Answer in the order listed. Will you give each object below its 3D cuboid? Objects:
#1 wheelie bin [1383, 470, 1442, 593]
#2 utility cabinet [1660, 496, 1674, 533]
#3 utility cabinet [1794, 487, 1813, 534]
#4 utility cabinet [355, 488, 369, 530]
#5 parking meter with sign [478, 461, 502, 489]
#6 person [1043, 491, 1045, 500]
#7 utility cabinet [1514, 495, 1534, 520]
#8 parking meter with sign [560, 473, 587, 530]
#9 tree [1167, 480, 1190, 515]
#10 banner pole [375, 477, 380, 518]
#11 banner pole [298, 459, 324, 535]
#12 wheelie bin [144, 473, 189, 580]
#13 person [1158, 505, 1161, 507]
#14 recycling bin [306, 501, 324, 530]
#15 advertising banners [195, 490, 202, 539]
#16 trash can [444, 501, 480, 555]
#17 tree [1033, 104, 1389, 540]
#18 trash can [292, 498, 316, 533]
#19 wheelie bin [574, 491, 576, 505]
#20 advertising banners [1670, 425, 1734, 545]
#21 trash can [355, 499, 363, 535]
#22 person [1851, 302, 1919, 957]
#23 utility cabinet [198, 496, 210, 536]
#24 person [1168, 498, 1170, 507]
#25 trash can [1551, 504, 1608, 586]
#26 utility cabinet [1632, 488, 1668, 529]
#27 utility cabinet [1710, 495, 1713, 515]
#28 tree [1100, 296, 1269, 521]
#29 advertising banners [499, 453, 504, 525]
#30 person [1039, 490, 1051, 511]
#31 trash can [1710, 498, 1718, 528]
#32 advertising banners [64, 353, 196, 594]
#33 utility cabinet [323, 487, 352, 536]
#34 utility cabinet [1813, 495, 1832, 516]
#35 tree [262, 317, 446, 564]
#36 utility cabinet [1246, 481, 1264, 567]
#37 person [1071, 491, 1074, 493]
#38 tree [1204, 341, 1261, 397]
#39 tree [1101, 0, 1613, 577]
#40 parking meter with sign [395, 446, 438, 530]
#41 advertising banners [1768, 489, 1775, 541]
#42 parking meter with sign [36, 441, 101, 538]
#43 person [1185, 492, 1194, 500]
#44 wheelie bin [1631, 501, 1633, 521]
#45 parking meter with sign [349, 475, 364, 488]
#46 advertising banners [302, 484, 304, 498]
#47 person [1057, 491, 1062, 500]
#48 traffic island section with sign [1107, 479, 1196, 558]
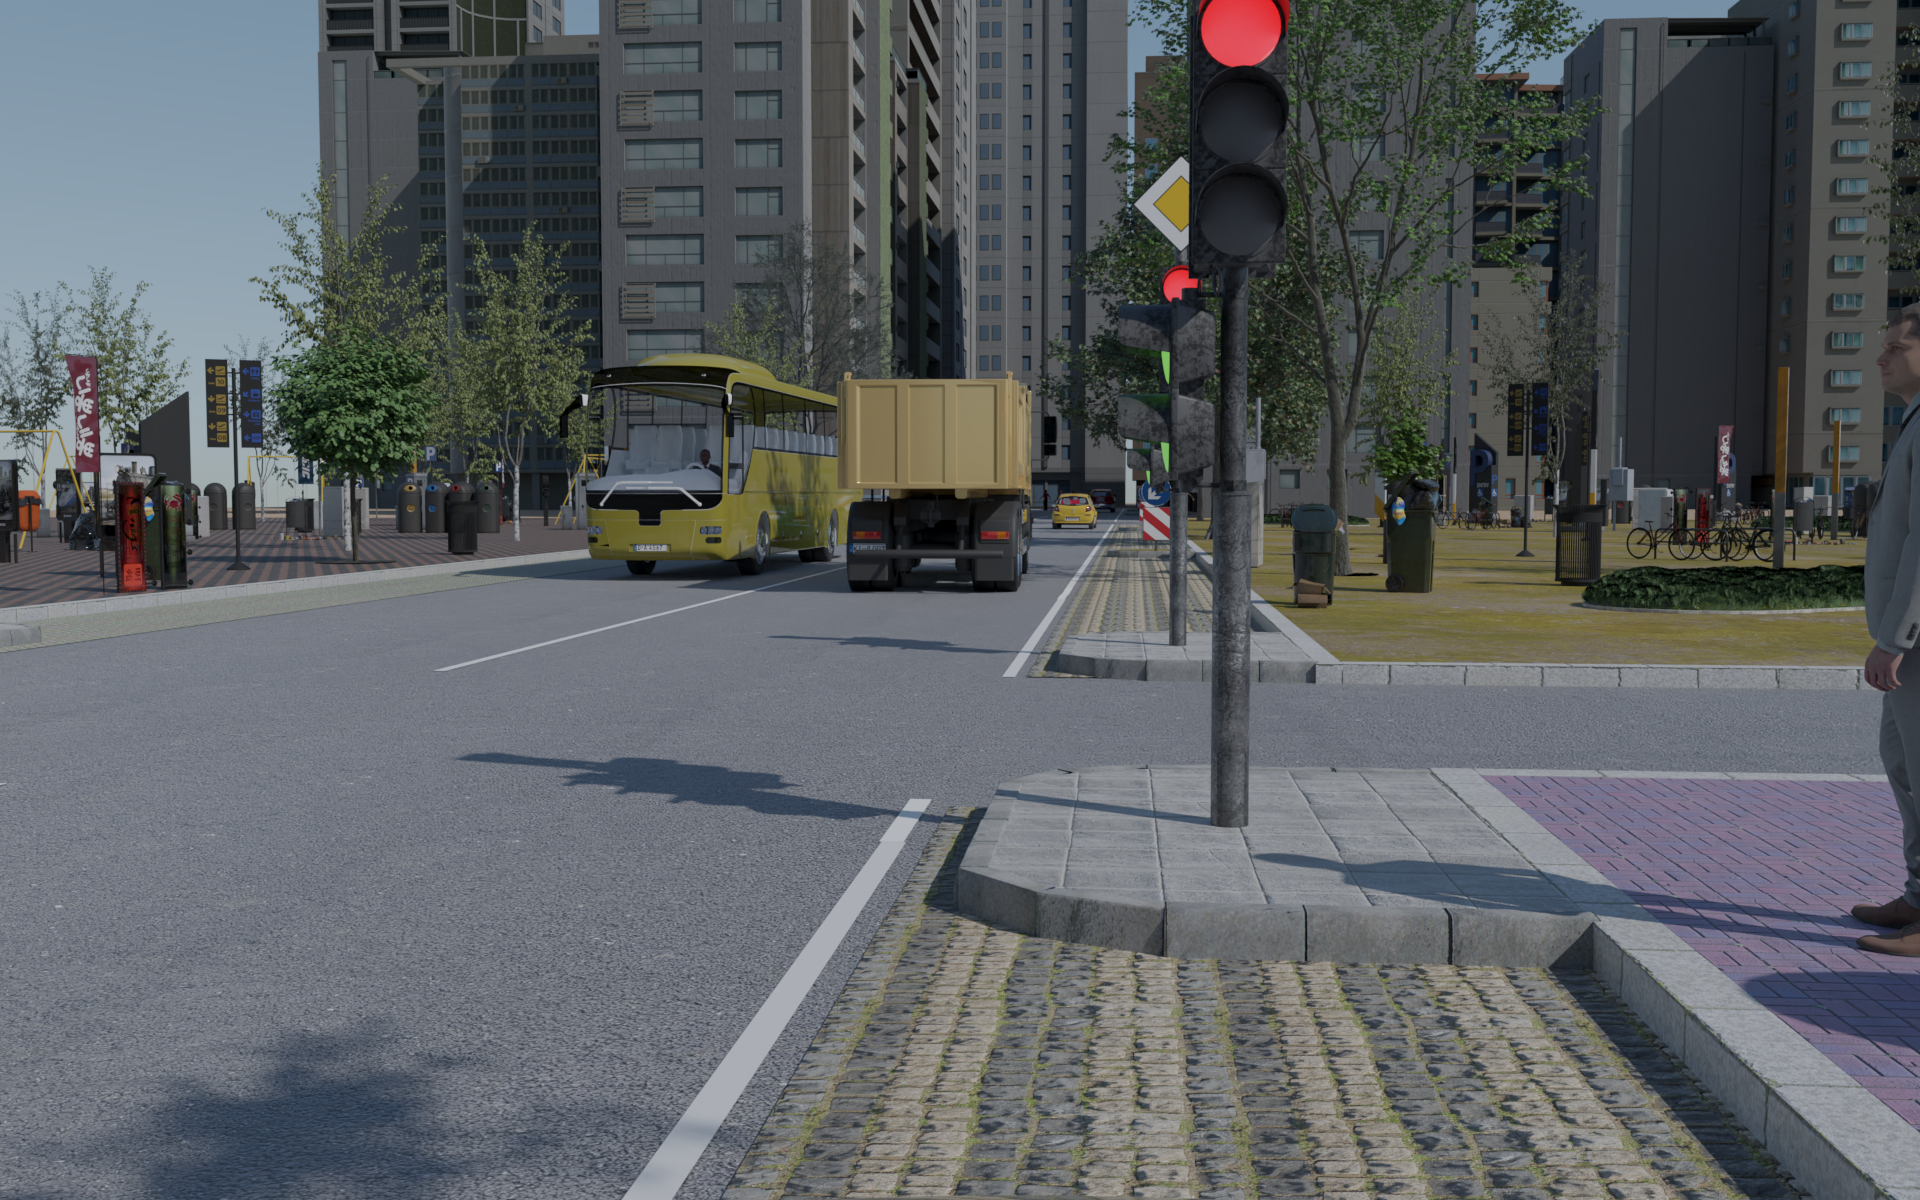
[{"bbox_3d":[5.938,-0.906,22.719,0.693,1.594,0.980,1,4,21],"label":"wheelie bin"},{"bbox_3d":[23.514,-2.825,57.346,0.306,1.237,1.020,0,4,2],"label":"utility cabinet"},{"bbox_3d":[26.688,-2.824,54.853,0.318,1.500,1.173,3,4,39],"label":"utility cabinet"},{"bbox_3d":[-21.672,-3.239,61.634,1.173,1.500,0.318,0,4,2],"label":"utility cabinet"},{"bbox_3d":[-25.359,-5.886,92.503,1.738,3.016,0.543,1,4,21],"label":"parking meter with sign"},{"bbox_3d":[7.980,-9.412,162.322,0.705,1.831,1.348,1,4,9],"label":"person"},{"bbox_3d":[28.472,-4.670,87.509,0.306,1.237,1.020,-2,4,-34],"label":"utility cabinet"},{"bbox_3d":[-13.471,-4.039,62.294,1.738,3.016,0.543,-2,4,-26],"label":"parking meter with sign"},{"bbox_3d":[13.877,-6.949,108.216,1.663,3.219,1.824,0,3,0],"label":"tree"},{"bbox_3d":[-30.562,-6.167,90.855,0.401,3.779,0.863,-3,4,-36],"label":"banner pole"},{"bbox_3d":[-20.083,-3.890,53.618,0.863,3.779,0.401,-2,4,-31],"label":"banner pole"},{"bbox_3d":[-12.022,-1.113,26.112,0.693,1.594,0.980,-1,4,-15],"label":"wheelie bin"},{"bbox_3d":[16.161,-8.102,138.964,0.568,1.767,0.683,0,4,-2],"label":"person"},{"bbox_3d":[-23.131,-3.039,62.240,0.722,1.027,0.722,0,4,6],"label":"recycling bin"},{"bbox_3d":[-21.868,-3.172,48.051,0.090,3.025,2.074,1,4,18],"label":"advertising banners"},{"bbox_3d":[-10.536,-1.530,36.675,0.748,1.137,0.748,0,3,0],"label":"trash can"},{"bbox_3d":[7.311,-8.054,48.695,9.611,12.733,9.660,0,3,0],"label":"tree"},{"bbox_3d":[-21.841,-2.816,57.689,0.748,1.137,0.748,0,3,0],"label":"trash can"},{"bbox_3d":[-18.114,-4.612,83.315,0.980,1.594,0.693,0,4,0],"label":"wheelie bin"},{"bbox_3d":[18.705,-2.902,43.636,2.074,3.025,0.090,-2,4,-24],"label":"advertising banners"},{"bbox_3d":[-19.053,-2.602,54.194,0.748,1.137,0.748,0,3,0],"label":"trash can"},{"bbox_3d":[2.726,0.079,4.846,0.391,1.810,0.635,2,4,29],"label":"person"},{"bbox_3d":[-23.224,-2.514,52.263,1.020,1.237,0.306,-3,4,-36],"label":"utility cabinet"},{"bbox_3d":[18.873,-9.182,156.157,0.705,1.826,1.348,-1,4,-21],"label":"person"},{"bbox_3d":[8.656,-0.770,24.236,0.748,1.137,0.748,0,3,0],"label":"trash can"},{"bbox_3d":[25.066,-3.318,62.922,1.173,1.500,0.318,1,4,20],"label":"utility cabinet"},{"bbox_3d":[35.730,-4.397,83.048,1.020,1.237,0.306,-2,4,-34],"label":"utility cabinet"},{"bbox_3d":[11.216,-10.457,81.340,12.009,13.543,11.850,0,3,0],"label":"tree"},{"bbox_3d":[-19.023,-4.615,71.638,0.090,3.025,2.074,0,4,-5],"label":"advertising banners"},{"bbox_3d":[7.455,-8.715,150.922,1.348,1.831,0.705,-3,5,-39],"label":"person"},{"bbox_3d":[28.150,-3.279,65.259,0.748,1.137,0.748,0,3,0],"label":"trash can"},{"bbox_3d":[-10.808,-1.613,22.568,0.090,3.025,2.074,1,4,17],"label":"advertising banners"},{"bbox_3d":[-18.752,-2.660,52.177,1.173,1.500,0.318,3,5,43],"label":"utility cabinet"},{"bbox_3d":[38.221,-4.014,76.791,0.306,1.237,1.020,-1,4,-13],"label":"utility cabinet"},{"bbox_3d":[-11.244,-2.971,32.292,4.285,4.588,4.351,0,3,0],"label":"tree"},{"bbox_3d":[5.157,-1.340,30.591,0.318,1.500,1.173,1,4,14],"label":"utility cabinet"},{"bbox_3d":[10.729,-9.630,166.766,0.721,1.723,1.217,0,4,7],"label":"person"},{"bbox_3d":[9.365,-6.806,61.635,4.737,8.622,4.395,0,3,0],"label":"tree"},{"bbox_3d":[6.052,-6.195,27.043,9.928,11.665,9.643,0,3,0],"label":"tree"},{"bbox_3d":[-19.551,-4.036,62.249,0.543,3.016,1.738,2,4,25],"label":"parking meter with sign"},{"bbox_3d":[22.678,-3.172,48.047,0.090,3.025,2.074,2,4,34],"label":"advertising banners"},{"bbox_3d":[-26.412,-3.367,51.306,1.738,3.016,0.543,-2,4,-31],"label":"parking meter with sign"},{"bbox_3d":[11.776,-5.182,91.487,1.217,1.735,0.721,0,4,-2],"label":"person"},{"bbox_3d":[31.642,-4.558,82.433,0.693,1.594,0.980,-3,5,-43],"label":"wheelie bin"},{"bbox_3d":[-23.768,-4.392,68.076,0.543,3.016,1.738,-3,4,-39],"label":"parking meter with sign"},{"bbox_3d":[-25.176,-4.291,66.348,0.090,3.025,2.074,-1,4,-20],"label":"advertising banners"},{"bbox_3d":[9.534,-9.467,163.830,0.990,1.755,0.434,-1,4,-22],"label":"person"},{"bbox_3d":[4.359,-1.886,39.468,1.989,1.847,2.006,0,4,6],"label":"traffic island section with sign"}]
